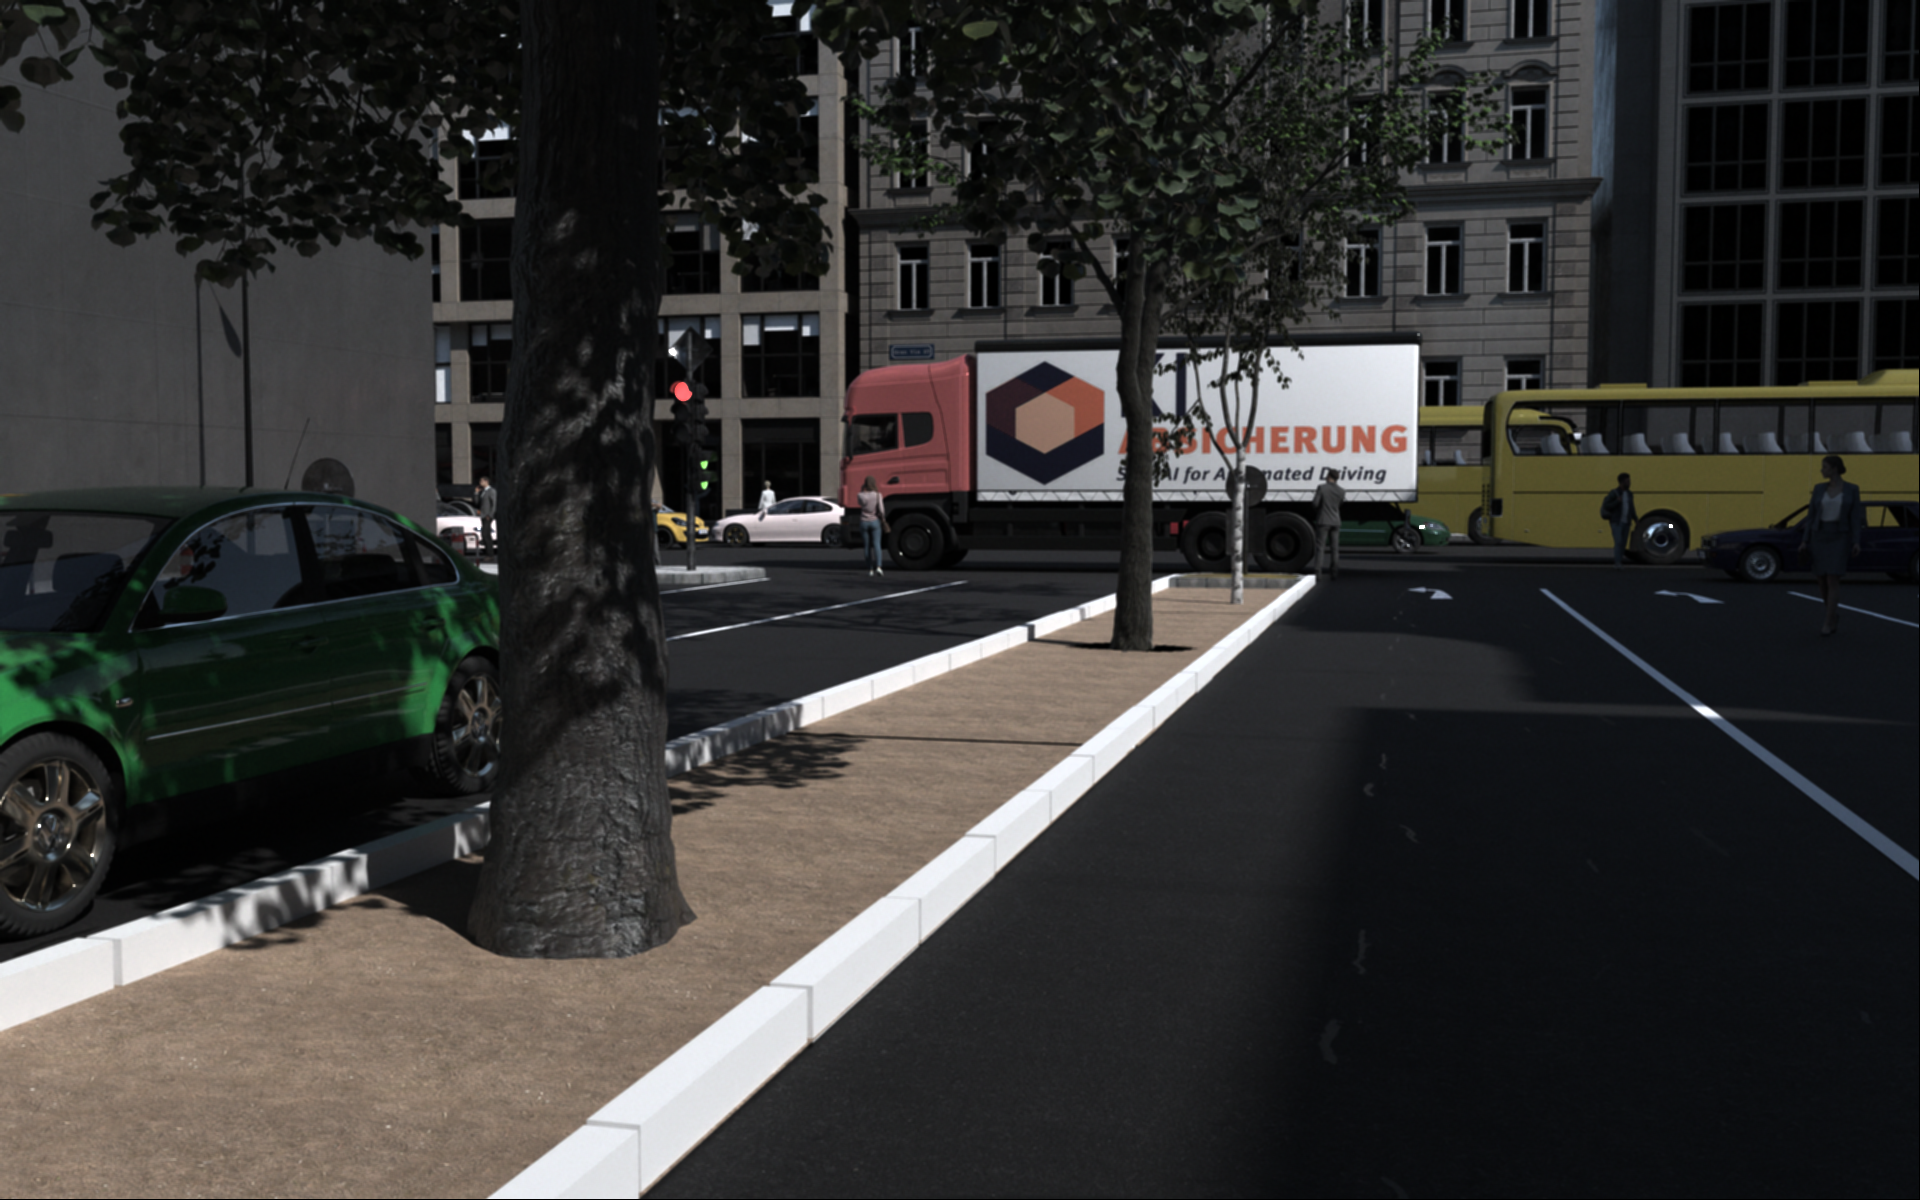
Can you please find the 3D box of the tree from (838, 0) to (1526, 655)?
[{"bbox_3d":[1.661,-5.332,15.397,9.928,11.665,9.643,0,3,0],"label":"tree"}]

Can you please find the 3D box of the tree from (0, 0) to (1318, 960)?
[{"bbox_3d":[-1.235,-5.884,5.316,9.857,13.997,8.962,0,3,0],"label":"tree"}]

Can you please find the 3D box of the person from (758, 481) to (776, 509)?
[{"bbox_3d":[-5.913,-2.768,53.631,0.818,1.842,0.514,1,4,21],"label":"person"}]

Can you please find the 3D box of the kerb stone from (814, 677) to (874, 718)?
[{"bbox_3d":[-0.793,0.656,11.470,0.120,0.150,1.000,1,4,15],"label":"kerb stone"}]

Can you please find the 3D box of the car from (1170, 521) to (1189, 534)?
[{"bbox_3d":[5.137,-2.265,46.077,4.494,1.783,2.155,1,4,13],"label":"car"}]

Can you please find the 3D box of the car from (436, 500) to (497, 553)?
[{"bbox_3d":[-12.975,-1.784,41.538,4.827,1.381,2.083,1,4,16],"label":"car"}]

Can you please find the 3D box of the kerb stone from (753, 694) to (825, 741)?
[{"bbox_3d":[-1.056,0.717,10.478,0.120,0.150,1.000,1,4,15],"label":"kerb stone"}]

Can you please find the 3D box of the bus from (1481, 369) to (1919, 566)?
[{"bbox_3d":[17.030,-2.662,35.076,12.252,3.916,2.896,1,4,13],"label":"bus"}]

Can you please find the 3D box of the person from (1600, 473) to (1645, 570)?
[{"bbox_3d":[12.403,-1.460,32.353,0.794,1.824,0.713,0,4,-1],"label":"person"}]

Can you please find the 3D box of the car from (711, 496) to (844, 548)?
[{"bbox_3d":[-4.373,-2.111,46.869,4.827,1.381,2.083,1,4,15],"label":"car"}]

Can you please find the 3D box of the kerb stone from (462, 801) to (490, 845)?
[{"bbox_3d":[-1.835,0.899,7.491,0.120,0.150,1.000,1,4,15],"label":"kerb stone"}]

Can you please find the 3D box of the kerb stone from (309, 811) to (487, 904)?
[{"bbox_3d":[-2.101,0.966,6.500,0.120,0.150,1.000,1,4,15],"label":"kerb stone"}]

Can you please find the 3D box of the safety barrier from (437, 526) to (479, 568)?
[{"bbox_3d":[-7.208,-0.648,24.869,0.300,0.817,1.120,1,4,15],"label":"safety barrier"}]

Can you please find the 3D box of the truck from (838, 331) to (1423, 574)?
[{"bbox_3d":[2.743,-2.655,32.329,11.283,4.237,2.839,1,4,13],"label":"truck"}]

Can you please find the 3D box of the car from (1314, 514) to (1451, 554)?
[{"bbox_3d":[9.470,-1.873,42.417,4.920,1.459,2.131,1,4,16],"label":"car"}]

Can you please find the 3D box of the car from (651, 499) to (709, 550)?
[{"bbox_3d":[-8.562,-2.158,45.505,3.980,1.641,2.015,1,4,16],"label":"car"}]

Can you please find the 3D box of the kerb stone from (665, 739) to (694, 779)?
[{"bbox_3d":[-1.571,0.838,8.487,0.120,0.150,1.000,1,4,15],"label":"kerb stone"}]

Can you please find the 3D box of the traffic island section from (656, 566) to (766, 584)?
[{"bbox_3d":[-4.539,-0.420,29.149,2.009,0.180,2.903,1,4,15],"label":"traffic island section"}]

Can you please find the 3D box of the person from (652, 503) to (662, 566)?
[{"bbox_3d":[-5.589,-1.162,31.405,0.435,1.345,0.340,-1,4,-9],"label":"person"}]

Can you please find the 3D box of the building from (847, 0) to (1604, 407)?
[{"bbox_3d":[9.573,-16.232,62.660,25.104,27.353,12.463,1,4,15],"label":"building"}]

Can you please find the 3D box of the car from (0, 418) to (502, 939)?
[{"bbox_3d":[-3.459,0.102,7.122,1.959,1.807,4.718,1,4,14],"label":"car"}]

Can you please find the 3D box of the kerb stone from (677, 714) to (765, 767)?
[{"bbox_3d":[-1.319,0.778,9.482,0.120,0.150,1.000,1,4,15],"label":"kerb stone"}]

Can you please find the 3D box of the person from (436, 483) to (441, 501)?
[{"bbox_3d":[-15.435,-2.550,50.369,0.592,1.802,0.473,1,4,18],"label":"person"}]

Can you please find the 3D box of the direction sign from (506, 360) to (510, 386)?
[{"bbox_3d":[-7.734,-2.313,29.821,0.379,3.537,0.876,-1,4,-10],"label":"direction sign"}]

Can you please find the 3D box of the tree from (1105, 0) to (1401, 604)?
[{"bbox_3d":[3.636,-4.259,22.446,4.360,8.622,3.978,0,3,0],"label":"tree"}]

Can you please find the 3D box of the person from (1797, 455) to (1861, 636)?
[{"bbox_3d":[8.892,-0.556,17.615,0.654,1.822,0.581,-2,4,-35],"label":"person"}]

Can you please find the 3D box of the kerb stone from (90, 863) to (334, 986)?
[{"bbox_3d":[-2.354,1.024,5.505,0.120,0.150,1.000,1,4,15],"label":"kerb stone"}]

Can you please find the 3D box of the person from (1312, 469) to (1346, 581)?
[{"bbox_3d":[6.060,-1.253,28.785,0.655,1.846,0.447,-1,4,-17],"label":"person"}]

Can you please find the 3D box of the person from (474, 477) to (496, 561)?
[{"bbox_3d":[-10.137,-1.734,37.037,0.473,1.802,0.592,-1,4,-20],"label":"person"}]

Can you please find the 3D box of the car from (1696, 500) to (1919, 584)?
[{"bbox_3d":[14.186,-0.959,28.253,3.894,1.354,1.945,1,4,14],"label":"car"}]

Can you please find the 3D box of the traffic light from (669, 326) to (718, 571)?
[{"bbox_3d":[-4.502,-2.452,29.004,0.839,4.253,0.868,1,4,15],"label":"traffic light"}]

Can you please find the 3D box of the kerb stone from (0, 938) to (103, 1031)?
[{"bbox_3d":[-2.620,1.081,4.514,0.120,0.150,1.000,1,4,15],"label":"kerb stone"}]

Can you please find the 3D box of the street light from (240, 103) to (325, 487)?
[{"bbox_3d":[-8.139,-2.957,20.887,1.470,5.913,1.316,1,4,15],"label":"street light"}]

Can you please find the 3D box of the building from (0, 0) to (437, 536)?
[{"bbox_3d":[-24.149,-12.619,25.393,30.058,24.678,14.314,1,4,15],"label":"building"}]

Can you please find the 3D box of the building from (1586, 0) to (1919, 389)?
[{"bbox_3d":[36.566,-14.521,56.489,30.058,24.678,14.314,1,4,15],"label":"building"}]

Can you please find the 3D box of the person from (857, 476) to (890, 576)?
[{"bbox_3d":[-1.525,-1.301,30.370,0.593,1.750,0.643,0,4,6],"label":"person"}]

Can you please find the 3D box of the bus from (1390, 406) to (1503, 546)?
[{"bbox_3d":[11.676,-3.543,49.477,12.252,3.916,2.896,1,4,14],"label":"bus"}]

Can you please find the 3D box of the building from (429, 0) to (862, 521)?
[{"bbox_3d":[-18.233,-16.448,73.435,34.151,26.468,19.350,1,4,15],"label":"building"}]

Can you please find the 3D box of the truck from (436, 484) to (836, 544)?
[{"bbox_3d":[-11.713,-3.802,51.925,18.799,4.110,2.967,1,4,13],"label":"truck"}]
